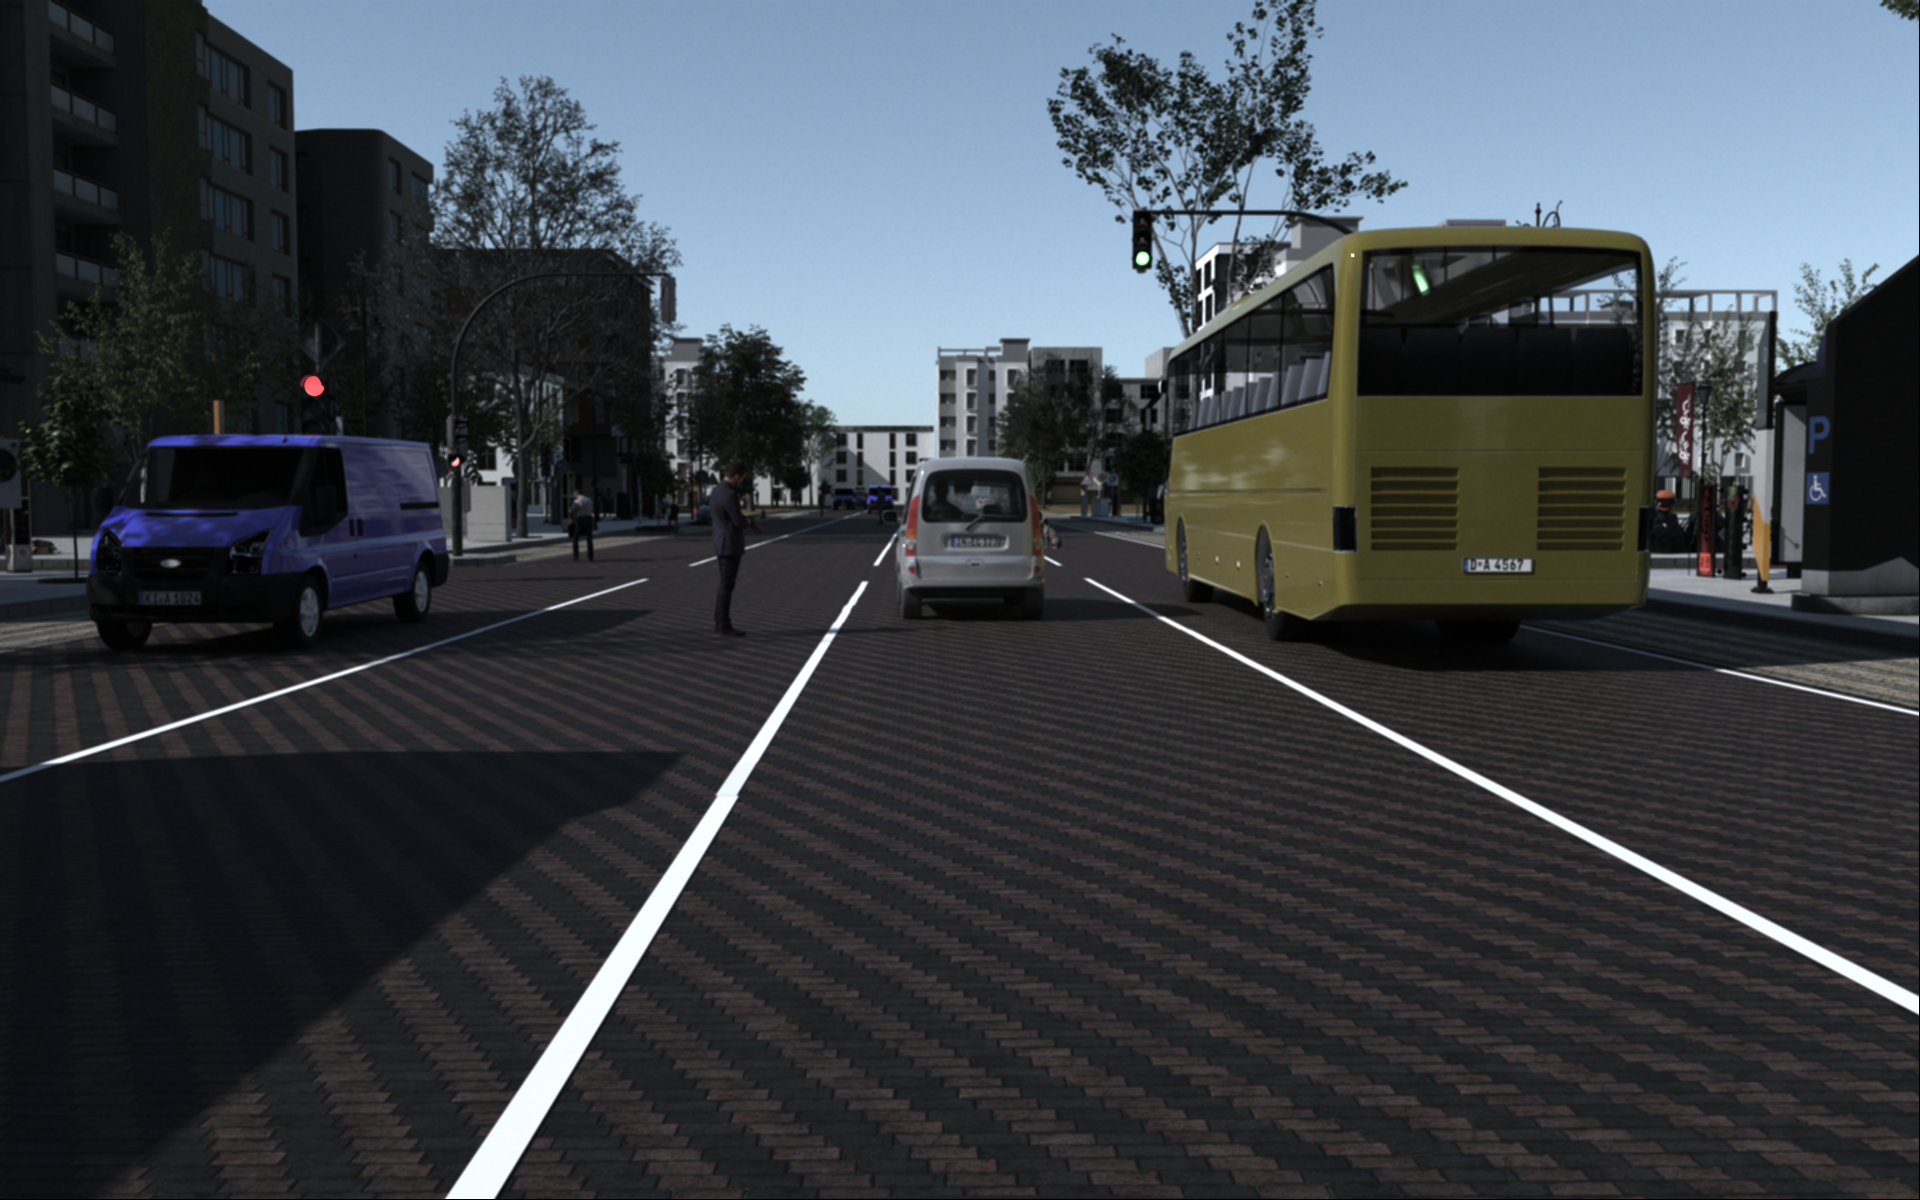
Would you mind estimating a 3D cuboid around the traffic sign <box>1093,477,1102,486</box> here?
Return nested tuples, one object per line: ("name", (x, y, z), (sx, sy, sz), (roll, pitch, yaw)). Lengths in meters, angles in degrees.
("traffic sign", (8.657, -6.589, 107.457), (0.795, 2.593, 0.064), (0, 4, 2))

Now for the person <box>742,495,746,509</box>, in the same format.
("person", (-18.070, -8.432, 144.622), (0.721, 1.743, 1.217), (0, 4, -3))

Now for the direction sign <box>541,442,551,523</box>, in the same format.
("direction sign", (-18.252, -5.164, 76.426), (0.379, 3.537, 0.876), (1, 4, 14))

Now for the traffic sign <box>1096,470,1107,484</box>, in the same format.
("traffic sign", (7.808, -5.799, 94.549), (0.795, 2.593, 0.064), (0, 4, 1))

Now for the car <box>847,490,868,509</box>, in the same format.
("car", (-9.812, -9.605, 165.718), (2.281, 1.827, 5.304), (0, 4, -2))

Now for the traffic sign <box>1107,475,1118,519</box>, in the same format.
("traffic sign", (7.808, -5.294, 88.688), (0.606, 2.300, 0.079), (0, 4, 6))

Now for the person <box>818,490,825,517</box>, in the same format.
("person", (-8.608, -5.997, 107.468), (0.541, 1.710, 0.530), (-3, 5, -40))

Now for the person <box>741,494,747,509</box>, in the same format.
("person", (-18.338, -8.764, 149.334), (1.348, 1.824, 0.705), (3, 5, 41))

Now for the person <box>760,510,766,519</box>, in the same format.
("person", (-11.334, -4.933, 99.627), (0.357, 0.543, 0.381), (0, 4, 6))

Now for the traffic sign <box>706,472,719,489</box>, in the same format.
("traffic sign", (-14.663, -6.278, 102.650), (0.884, 2.594, 0.081), (0, 4, 3))

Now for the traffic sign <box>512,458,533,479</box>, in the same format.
("traffic sign", (-15.210, -3.676, 60.210), (0.768, 2.556, 0.104), (0, 4, 6))

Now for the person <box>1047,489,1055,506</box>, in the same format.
("person", (9.458, -10.582, 179.584), (0.617, 1.759, 0.750), (3, 5, 43))

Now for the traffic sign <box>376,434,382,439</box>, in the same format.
("traffic sign", (-12.590, -2.296, 37.548), (0.884, 2.594, 0.081), (0, 4, 2))

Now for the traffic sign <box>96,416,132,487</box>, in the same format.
("traffic sign", (-14.110, -1.747, 28.574), (0.884, 2.594, 0.081), (0, 4, -1))

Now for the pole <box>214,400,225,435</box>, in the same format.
("pole", (-16.146, -2.690, 37.827), (0.158, 3.312, 0.155), (0, 3, 0))

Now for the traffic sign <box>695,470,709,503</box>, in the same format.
("traffic sign", (-13.568, -5.560, 91.015), (0.768, 2.556, 0.104), (0, 4, 7))

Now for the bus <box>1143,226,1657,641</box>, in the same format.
("bus", (4.195, -1.721, 19.680), (2.896, 3.916, 12.252), (0, 4, 0))

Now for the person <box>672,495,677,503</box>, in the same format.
("person", (-25.792, -9.151, 156.481), (0.721, 1.723, 1.217), (-2, 4, -26))

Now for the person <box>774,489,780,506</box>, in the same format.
("person", (-19.104, -10.664, 180.412), (0.705, 1.822, 1.348), (2, 4, 35))

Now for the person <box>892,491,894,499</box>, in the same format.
("person", (-7.185, -10.591, 181.737), (0.705, 1.814, 1.350), (-1, 4, -23))

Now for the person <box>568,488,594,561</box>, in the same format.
("person", (-8.192, -1.630, 37.356), (0.614, 1.554, 0.590), (-3, 5, -41))

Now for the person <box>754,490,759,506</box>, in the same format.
("person", (-21.900, -10.981, 186.022), (0.568, 1.767, 0.683), (0, 4, 2))

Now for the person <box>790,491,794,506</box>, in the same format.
("person", (-18.113, -10.951, 186.567), (0.415, 1.643, 0.593), (1, 4, 12))

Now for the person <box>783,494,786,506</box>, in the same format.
("person", (-19.243, -10.921, 190.319), (0.557, 1.426, 1.065), (0, 4, 4))

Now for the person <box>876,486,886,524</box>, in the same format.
("person", (-3.806, -4.520, 82.533), (0.598, 1.807, 0.434), (-3, 5, -45))

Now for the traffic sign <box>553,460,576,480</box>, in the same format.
("traffic sign", (-14.890, -3.991, 65.258), (0.884, 2.594, 0.081), (0, 4, 6))

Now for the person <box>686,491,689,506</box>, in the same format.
("person", (-29.969, -11.183, 191.335), (0.705, 1.826, 1.348), (1, 4, 21))

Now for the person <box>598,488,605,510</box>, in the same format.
("person", (-29.198, -8.208, 140.698), (0.568, 1.767, 0.683), (2, 4, 32))

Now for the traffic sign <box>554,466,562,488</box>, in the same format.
("traffic sign", (-17.881, -4.754, 77.836), (0.768, 2.556, 0.104), (0, 4, 2))

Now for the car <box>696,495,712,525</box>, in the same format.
("car", (-11.223, -4.197, 80.630), (2.014, 1.417, 4.499), (0, 4, -3))

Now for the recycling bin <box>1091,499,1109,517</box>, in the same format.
("recycling bin", (7.807, -5.135, 96.504), (0.722, 1.027, 0.722), (3, 5, 44))

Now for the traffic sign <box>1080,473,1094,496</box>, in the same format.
("traffic sign", (7.655, -6.401, 104.666), (0.884, 2.594, 0.081), (0, 4, 5))

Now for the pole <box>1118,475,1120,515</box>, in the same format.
("pole", (9.588, -6.743, 104.087), (0.158, 3.312, 0.155), (0, 3, 0))

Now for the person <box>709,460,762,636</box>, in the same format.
("person", (-2.268, -0.529, 17.602), (0.568, 1.767, 0.683), (-2, 4, -31))

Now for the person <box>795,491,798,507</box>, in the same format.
("person", (-16.283, -10.142, 171.869), (0.705, 1.824, 1.348), (0, 4, -2))

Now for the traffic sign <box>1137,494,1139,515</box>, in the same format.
("traffic sign", (10.849, -6.441, 105.408), (0.768, 2.556, 0.104), (0, 4, 4))

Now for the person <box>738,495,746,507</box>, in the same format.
("person", (-21.576, -10.248, 173.224), (1.348, 1.869, 0.705), (-1, 4, -20))

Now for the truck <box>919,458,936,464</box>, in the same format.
("truck", (-2.116, -9.339, 141.606), (2.839, 4.237, 11.283), (0, 4, -1))

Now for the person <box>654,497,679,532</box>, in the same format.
("person", (-10.546, -3.105, 62.453), (0.799, 1.438, 0.628), (-2, 4, -33))

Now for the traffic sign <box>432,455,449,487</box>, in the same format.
("traffic sign", (-17.237, -3.492, 57.193), (0.768, 2.556, 0.104), (0, 4, 3))

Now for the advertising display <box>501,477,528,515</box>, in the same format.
("advertising display", (-17.052, -3.738, 66.326), (0.974, 1.923, 0.123), (0, 4, 3))

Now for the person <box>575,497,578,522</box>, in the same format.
("person", (-13.560, -3.152, 61.479), (0.340, 1.345, 0.435), (-1, 4, -15))

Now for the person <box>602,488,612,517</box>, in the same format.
("person", (-19.640, -5.432, 96.328), (0.593, 1.643, 0.415), (0, 4, 1))

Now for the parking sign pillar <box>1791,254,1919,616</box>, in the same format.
("parking sign pillar", (9.881, -1.856, 18.811), (1.447, 3.967, 1.447), (-1, 4, -14))

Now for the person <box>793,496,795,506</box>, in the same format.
("person", (-17.146, -10.525, 181.322), (0.628, 1.438, 0.799), (-1, 4, -9))

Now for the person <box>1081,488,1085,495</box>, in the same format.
("person", (9.281, -7.596, 131.182), (0.436, 1.711, 0.756), (2, 4, 34))
